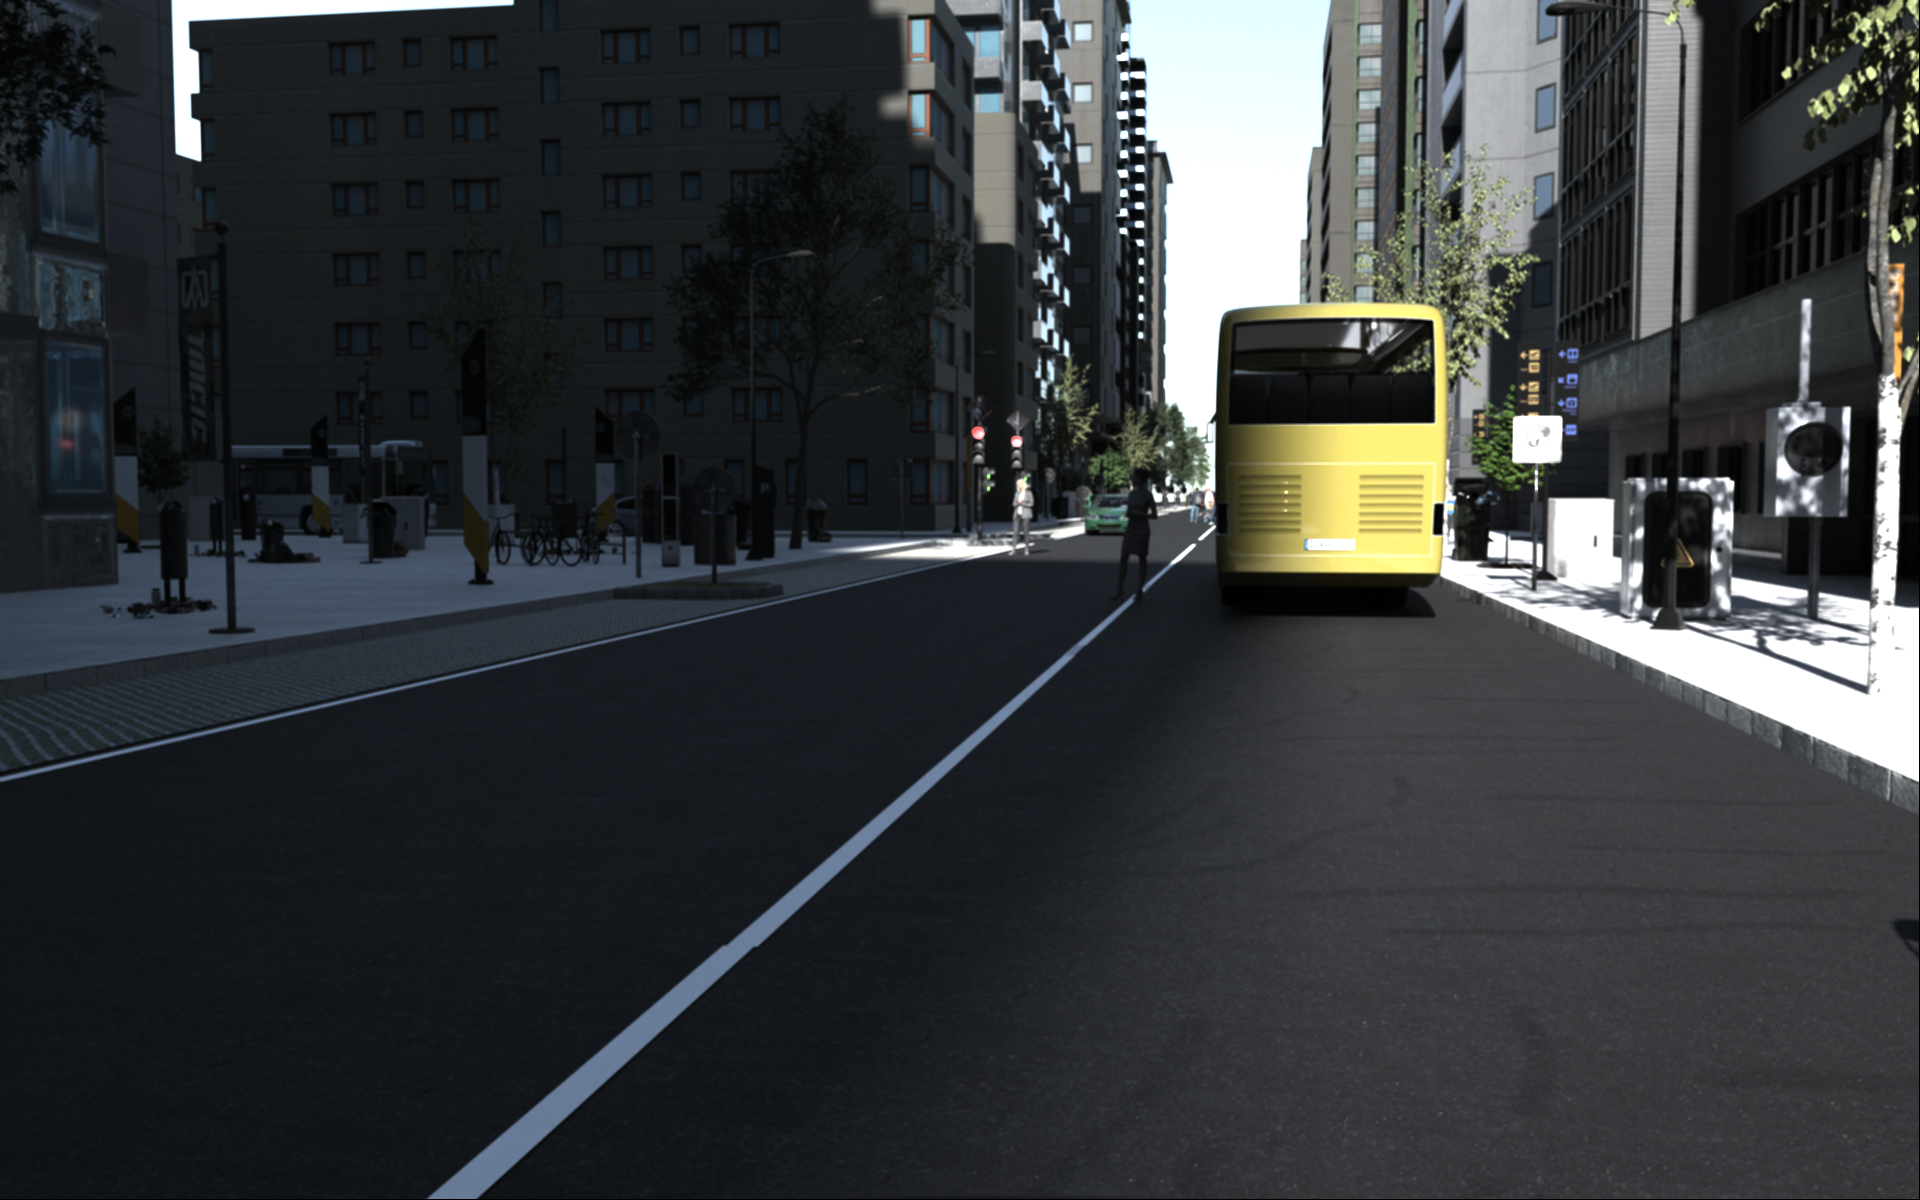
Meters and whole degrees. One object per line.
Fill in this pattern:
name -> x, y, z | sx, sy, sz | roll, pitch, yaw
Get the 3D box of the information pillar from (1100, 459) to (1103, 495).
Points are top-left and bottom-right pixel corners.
information pillar -> 9.433, -7.598, 115.588 | 0.183, 3.616, 0.504 | -1, 4, -10

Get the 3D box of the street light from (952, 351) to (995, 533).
street light -> 0.433, -5.136, 56.507 | 1.470, 5.913, 1.316 | 1, 4, 10

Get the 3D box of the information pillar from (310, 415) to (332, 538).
information pillar -> -18.855, -3.653, 51.075 | 0.504, 3.616, 0.183 | 0, 4, -4

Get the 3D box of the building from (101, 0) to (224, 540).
building -> -33.831, -36.909, 41.715 | 20.611, 71.187, 20.563 | 1, 4, 10

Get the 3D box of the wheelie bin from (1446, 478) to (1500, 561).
wheelie bin -> 9.811, -1.541, 33.105 | 0.980, 1.594, 0.693 | 0, 4, 8

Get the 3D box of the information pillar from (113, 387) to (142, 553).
information pillar -> -18.157, -2.835, 37.713 | 0.504, 3.616, 0.183 | -3, 4, -36

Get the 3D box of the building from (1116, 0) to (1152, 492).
building -> 15.107, -56.227, 231.982 | 22.319, 86.520, 31.000 | 1, 4, 10

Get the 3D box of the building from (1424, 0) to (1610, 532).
building -> 32.238, -31.793, 61.812 | 28.212, 58.520, 21.231 | 1, 4, 10

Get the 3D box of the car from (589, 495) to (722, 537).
car -> -9.131, -2.529, 53.344 | 4.499, 1.417, 2.014 | 1, 4, 11

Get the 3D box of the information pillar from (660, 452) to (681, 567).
information pillar -> -5.110, -1.597, 30.597 | 0.304, 2.012, 0.304 | 0, 4, -3

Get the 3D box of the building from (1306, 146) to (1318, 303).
building -> 56.633, -36.962, 228.034 | 21.300, 48.544, 21.600 | 1, 4, 10

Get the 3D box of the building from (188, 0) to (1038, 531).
building -> -12.096, -14.097, 75.525 | 27.650, 21.520, 28.899 | 1, 4, 10

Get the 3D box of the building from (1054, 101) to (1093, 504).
building -> -4.224, -27.742, 145.460 | 32.217, 40.220, 23.993 | 1, 4, 10

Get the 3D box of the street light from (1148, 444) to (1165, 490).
street light -> 18.096, -11.562, 161.585 | 1.470, 5.913, 1.316 | 1, 4, 10

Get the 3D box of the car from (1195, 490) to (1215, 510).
car -> 22.261, -9.055, 156.715 | 2.281, 1.827, 5.304 | 0, 4, 8

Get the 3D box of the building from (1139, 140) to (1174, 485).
building -> 17.358, -41.213, 263.064 | 28.713, 52.752, 27.495 | 1, 4, 10

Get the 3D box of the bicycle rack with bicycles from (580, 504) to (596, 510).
bicycle rack with bicycles -> -11.993, -2.851, 59.999 | 2.852, 0.926, 2.925 | 0, 4, -4

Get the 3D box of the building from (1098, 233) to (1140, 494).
building -> 12.276, -25.645, 191.003 | 14.160, 30.474, 14.107 | 1, 4, 10

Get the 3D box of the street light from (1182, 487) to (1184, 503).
street light -> 26.961, -14.767, 213.977 | 1.470, 5.913, 1.316 | 1, 4, 10

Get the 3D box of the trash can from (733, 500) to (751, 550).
trash can -> -4.916, -1.738, 40.064 | 0.748, 1.137, 0.748 | 0, 3, 0

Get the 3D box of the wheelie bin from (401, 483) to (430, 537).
wheelie bin -> -16.162, -2.665, 51.481 | 0.693, 1.594, 0.980 | 2, 4, 26

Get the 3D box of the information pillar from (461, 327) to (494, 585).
information pillar -> -6.880, -2.033, 24.589 | 0.504, 3.616, 0.183 | 3, 5, 40

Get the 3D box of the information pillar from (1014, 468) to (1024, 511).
information pillar -> 2.658, -5.318, 78.296 | 0.504, 3.616, 0.183 | -2, 4, -32

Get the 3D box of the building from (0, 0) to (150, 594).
building -> -23.522, -24.000, 12.013 | 23.786, 49.044, 30.456 | 1, 4, 10

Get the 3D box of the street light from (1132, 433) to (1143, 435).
street light -> 13.216, -9.751, 131.972 | 1.470, 5.913, 1.316 | 1, 4, 10

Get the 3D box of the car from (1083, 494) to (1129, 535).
car -> 5.479, -3.037, 61.451 | 2.131, 1.459, 4.920 | 1, 4, 9

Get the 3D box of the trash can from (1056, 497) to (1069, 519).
trash can -> 5.300, -4.775, 89.723 | 0.748, 1.137, 0.748 | 0, 3, 0

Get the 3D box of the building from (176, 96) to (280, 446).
building -> -54.830, -14.697, 85.338 | 28.899, 21.520, 27.650 | 1, 4, 10

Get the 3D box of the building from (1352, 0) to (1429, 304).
building -> 39.017, -27.991, 141.246 | 14.154, 41.232, 14.086 | 1, 4, 10

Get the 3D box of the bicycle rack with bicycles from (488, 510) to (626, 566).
bicycle rack with bicycles -> -7.393, -1.123, 31.746 | 2.852, 0.926, 2.925 | -2, 4, -32

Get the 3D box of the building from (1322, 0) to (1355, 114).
building -> 44.297, -32.729, 158.819 | 21.300, 48.544, 21.600 | 1, 4, 10

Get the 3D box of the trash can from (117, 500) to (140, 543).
trash can -> -21.754, -2.049, 45.149 | 0.748, 1.137, 0.748 | 0, 3, 0

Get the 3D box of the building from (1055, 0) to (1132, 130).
building -> 1.645, -35.572, 170.839 | 28.713, 52.752, 27.495 | 1, 4, 10

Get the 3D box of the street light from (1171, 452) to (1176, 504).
street light -> 23.096, -13.359, 190.957 | 1.470, 5.913, 1.316 | 1, 4, 10

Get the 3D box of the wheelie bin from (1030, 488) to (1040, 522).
wheelie bin -> 3.339, -4.391, 79.695 | 0.693, 1.594, 0.980 | 0, 4, 3

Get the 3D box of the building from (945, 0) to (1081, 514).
building -> -4.822, -30.091, 111.599 | 23.786, 49.044, 30.456 | 1, 4, 10

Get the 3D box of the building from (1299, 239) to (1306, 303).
building -> 61.184, -36.295, 277.013 | 14.154, 41.232, 14.086 | 1, 4, 10

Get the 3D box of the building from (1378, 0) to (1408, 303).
building -> 33.133, -27.847, 105.417 | 14.600, 45.320, 14.200 | 1, 4, 10

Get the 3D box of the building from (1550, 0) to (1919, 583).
building -> 18.917, -12.684, 26.454 | 14.314, 24.678, 30.058 | 1, 4, 10

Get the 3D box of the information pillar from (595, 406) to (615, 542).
information pillar -> -9.489, -3.357, 46.238 | 0.504, 3.616, 0.183 | 0, 4, -1
